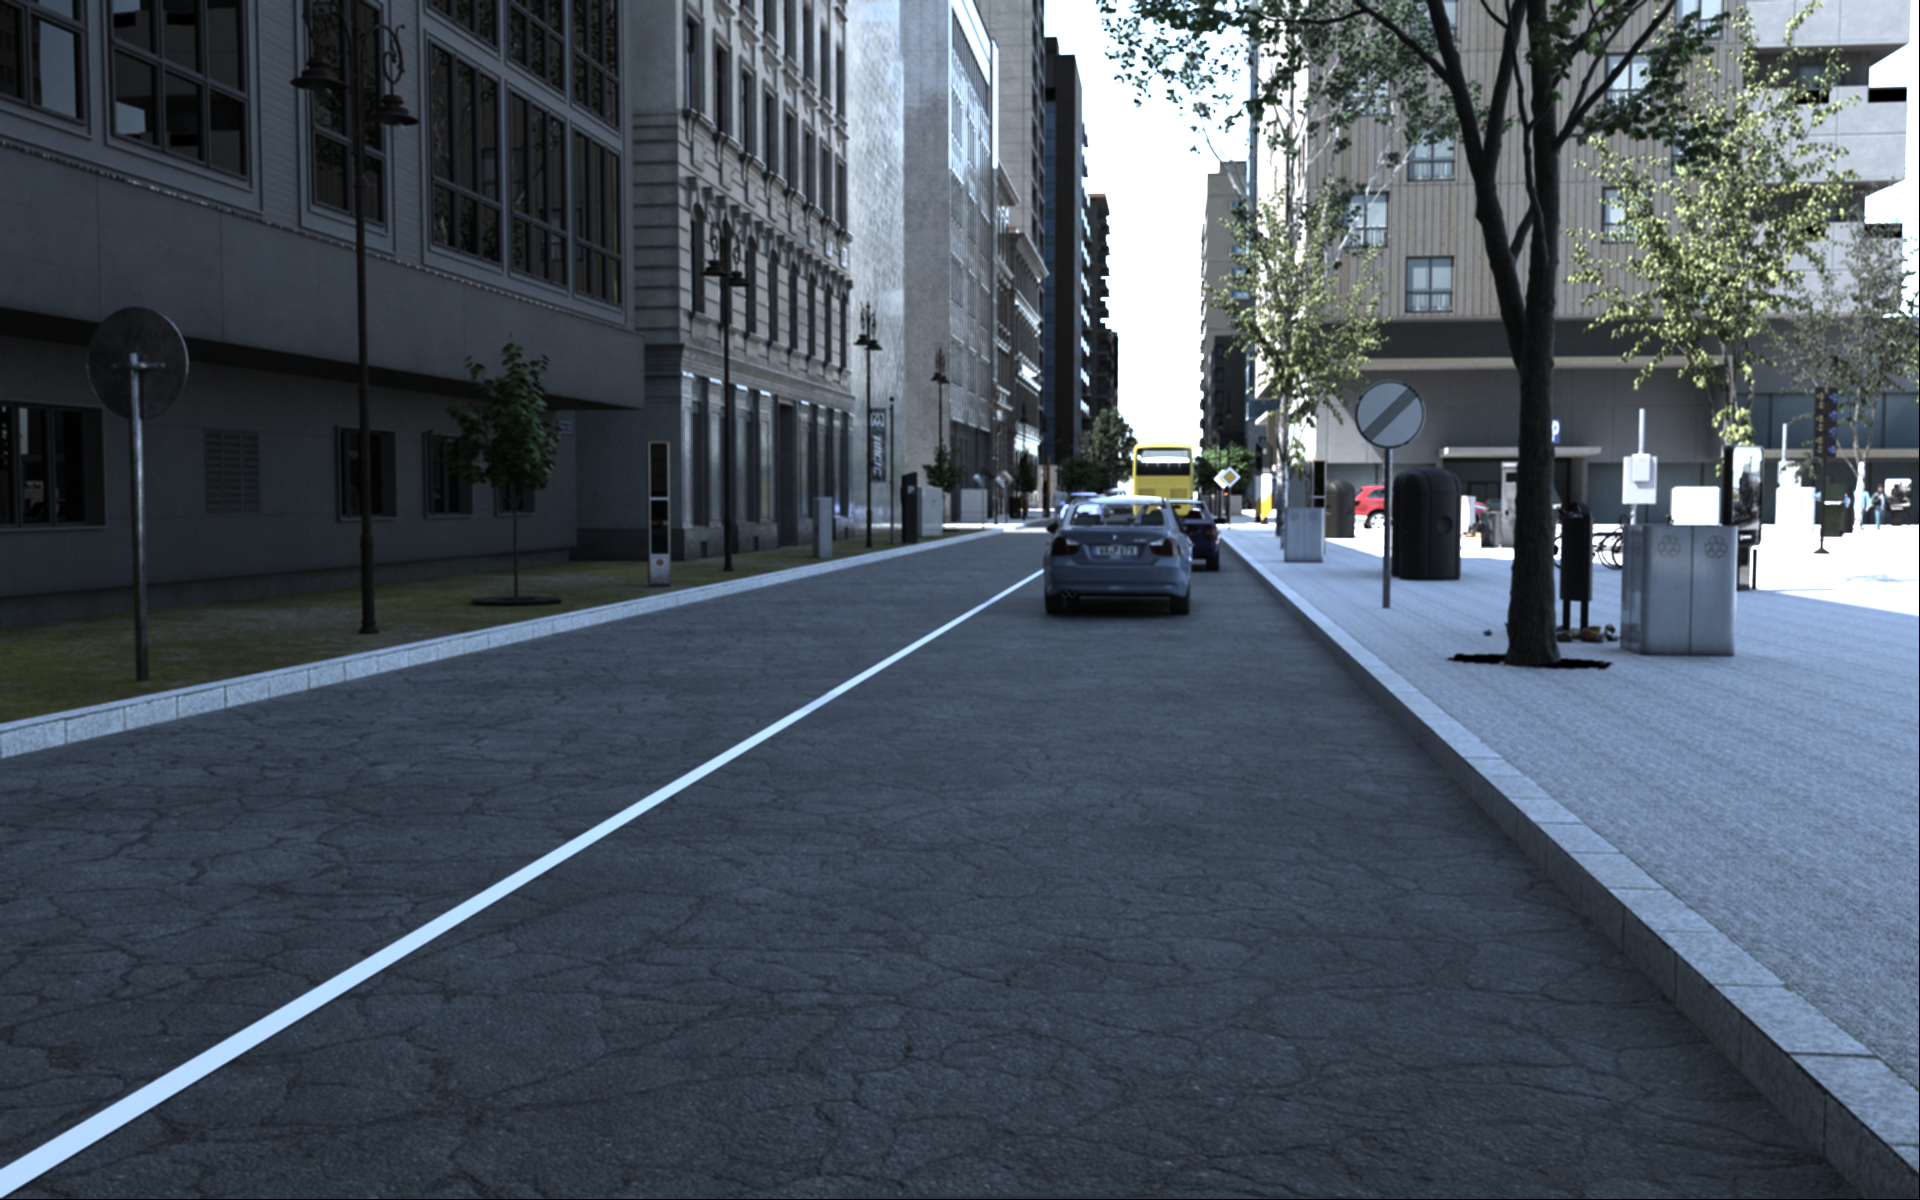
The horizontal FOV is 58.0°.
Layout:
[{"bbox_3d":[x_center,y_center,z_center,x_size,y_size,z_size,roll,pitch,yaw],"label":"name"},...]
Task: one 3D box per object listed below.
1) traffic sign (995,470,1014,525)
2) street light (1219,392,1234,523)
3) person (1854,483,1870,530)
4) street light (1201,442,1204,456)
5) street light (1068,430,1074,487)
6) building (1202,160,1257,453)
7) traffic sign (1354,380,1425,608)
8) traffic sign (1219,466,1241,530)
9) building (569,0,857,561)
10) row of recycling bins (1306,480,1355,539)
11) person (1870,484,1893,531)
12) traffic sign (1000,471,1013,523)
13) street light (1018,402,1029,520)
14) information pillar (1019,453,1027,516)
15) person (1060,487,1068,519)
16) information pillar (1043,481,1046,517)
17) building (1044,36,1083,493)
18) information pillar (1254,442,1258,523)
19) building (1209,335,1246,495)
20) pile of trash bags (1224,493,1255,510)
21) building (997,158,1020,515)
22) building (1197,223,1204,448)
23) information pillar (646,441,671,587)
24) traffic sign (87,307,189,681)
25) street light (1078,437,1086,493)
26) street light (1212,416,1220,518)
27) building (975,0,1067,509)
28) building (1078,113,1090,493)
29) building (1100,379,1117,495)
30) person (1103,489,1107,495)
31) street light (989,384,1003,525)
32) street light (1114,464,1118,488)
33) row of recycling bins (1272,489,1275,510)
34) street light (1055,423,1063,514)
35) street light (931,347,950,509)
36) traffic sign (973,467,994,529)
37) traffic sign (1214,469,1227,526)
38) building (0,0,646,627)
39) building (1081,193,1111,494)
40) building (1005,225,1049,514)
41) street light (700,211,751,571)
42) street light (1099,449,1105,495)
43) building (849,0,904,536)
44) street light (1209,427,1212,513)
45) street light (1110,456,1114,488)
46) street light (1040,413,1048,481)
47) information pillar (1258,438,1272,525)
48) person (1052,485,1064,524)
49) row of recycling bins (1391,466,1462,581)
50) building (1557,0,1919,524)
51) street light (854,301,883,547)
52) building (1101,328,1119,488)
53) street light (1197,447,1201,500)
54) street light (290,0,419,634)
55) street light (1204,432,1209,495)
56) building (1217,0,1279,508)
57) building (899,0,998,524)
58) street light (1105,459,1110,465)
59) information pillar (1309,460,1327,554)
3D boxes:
[{"bbox_3d":[1.828,-4.131,71.191,0.795,2.450,0.064,0,4,7],"label":"traffic sign"},{"bbox_3d":[11.960,-6.386,77.201,0.468,5.910,1.993,0,4,7],"label":"street light"},{"bbox_3d":[32.152,-3.265,61.752,0.748,1.841,0.638,-2,4,-27],"label":"person"},{"bbox_3d":[18.506,-9.595,129.658,0.468,5.910,1.993,0,4,7],"label":"street light"},{"bbox_3d":[8.013,-9.285,124.594,0.468,5.910,1.993,0,4,7],"label":"street light"},{"bbox_3d":[45.501,-38.088,246.438,21.300,48.544,21.600,0,4,7],"label":"building"},{"bbox_3d":[4.814,-1.185,19.473,0.768,2.556,0.104,1,4,10],"label":"traffic sign"},{"bbox_3d":[9.677,-3.579,62.162,0.795,2.450,0.064,0,4,7],"label":"traffic sign"},{"bbox_3d":[-8.811,-11.784,41.814,9.793,20.994,18.267,0,4,7],"label":"building"},{"bbox_3d":[10.921,-2.705,51.344,1.069,1.692,3.534,0,4,1],"label":"row of recycling bins"},{"bbox_3d":[33.313,-3.295,62.723,0.623,1.781,0.721,-2,4,-27],"label":"person"},{"bbox_3d":[2.038,-4.512,75.901,0.606,2.300,0.079,1,4,9],"label":"traffic sign"},{"bbox_3d":[3.160,-6.896,85.543,0.468,5.910,1.993,0,4,7],"label":"street light"},{"bbox_3d":[3.662,-6.649,100.073,0.504,3.616,0.183,2,4,32],"label":"information pillar"},{"bbox_3d":[5.305,-4.882,88.540,0.478,1.798,0.641,3,5,44],"label":"person"},{"bbox_3d":[4.732,-5.549,95.217,0.304,2.012,0.304,1,4,22],"label":"information pillar"},{"bbox_3d":[5.043,-32.086,174.710,14.600,45.320,14.200,0,4,7],"label":"building"},{"bbox_3d":[13.501,-5.289,77.826,0.504,3.616,0.183,2,4,32],"label":"information pillar"},{"bbox_3d":[43.251,-21.816,201.736,27.650,21.520,28.899,0,4,7],"label":"building"},{"bbox_3d":[22.586,-8.039,141.191,1.912,1.369,3.447,-2,4,-26],"label":"pile of trash bags"},{"bbox_3d":[-2.798,-16.758,102.879,11.050,23.489,19.941,0,4,7],"label":"building"},{"bbox_3d":[48.604,-37.732,271.549,22.147,44.769,28.867,0,4,7],"label":"building"},{"bbox_3d":[-4.176,-1.194,24.010,0.304,2.012,0.304,-1,4,-13],"label":"information pillar"},{"bbox_3d":[-5.617,-0.717,11.823,0.768,2.556,0.104,1,4,11],"label":"traffic sign"},{"bbox_3d":[9.541,-10.082,137.628,0.468,5.910,1.993,0,4,7],"label":"street light"},{"bbox_3d":[13.520,-7.175,90.092,0.468,5.910,1.993,0,4,7],"label":"street light"},{"bbox_3d":[-0.673,-43.924,156.407,20.563,71.187,20.611,0,4,7],"label":"building"},{"bbox_3d":[3.195,-35.355,197.661,23.786,49.044,30.456,0,4,7],"label":"building"},{"bbox_3d":[10.700,-26.382,276.388,27.650,21.520,28.899,0,4,7],"label":"building"},{"bbox_3d":[11.532,-7.818,136.505,0.709,1.800,0.728,2,4,27],"label":"person"},{"bbox_3d":[1.485,-6.053,71.747,0.468,5.910,1.993,0,4,7],"label":"street light"},{"bbox_3d":[18.872,-14.691,212.991,0.468,5.910,1.993,0,4,7],"label":"street light"},{"bbox_3d":[25.477,-8.292,142.682,1.069,1.692,3.534,1,4,12],"label":"row of recycling bins"},{"bbox_3d":[6.344,-8.473,111.317,0.468,5.910,1.993,0,4,7],"label":"street light"},{"bbox_3d":[-0.615,-4.999,54.521,0.468,5.910,1.993,0,4,7],"label":"street light"},{"bbox_3d":[0.852,-3.647,63.266,0.795,2.450,0.064,0,4,7],"label":"traffic sign"},{"bbox_3d":[10.653,-4.064,70.087,0.795,2.450,0.064,0,4,7],"label":"traffic sign"},{"bbox_3d":[-14.037,-13.876,20.388,14.314,27.812,24.014,0,4,7],"label":"building"},{"bbox_3d":[10.026,-36.170,246.003,22.147,44.769,28.867,0,4,7],"label":"building"},{"bbox_3d":[-0.235,-17.560,123.254,11.583,22.565,21.152,0,4,7],"label":"building"},{"bbox_3d":[-3.857,-3.417,28.659,0.468,5.910,1.993,0,4,7],"label":"street light"},{"bbox_3d":[14.039,-12.311,174.078,0.468,5.910,1.993,0,4,7],"label":"street light"},{"bbox_3d":[-10.963,-12.373,57.044,16.860,20.320,10.420,0,4,7],"label":"building"},{"bbox_3d":[15.209,-7.962,102.967,0.468,5.910,1.993,0,4,7],"label":"street light"},{"bbox_3d":[17.187,-13.888,199.856,0.468,5.910,1.993,0,4,7],"label":"street light"},{"bbox_3d":[4.793,-7.684,98.425,0.468,5.910,1.993,0,4,7],"label":"street light"},{"bbox_3d":[12.734,-4.927,71.911,0.183,3.616,0.504,-3,5,-41],"label":"information pillar"},{"bbox_3d":[4.690,-4.516,82.213,0.514,1.842,0.818,-2,4,-31],"label":"person"},{"bbox_3d":[7.308,-1.236,27.322,1.069,1.692,3.534,1,4,13],"label":"row of recycling bins"},{"bbox_3d":[28.947,-30.219,83.320,27.495,52.752,28.713,0,4,7],"label":"building"},{"bbox_3d":[-2.194,-4.211,41.632,0.468,5.910,1.993,0,4,7],"label":"street light"},{"bbox_3d":[19.928,-32.104,296.607,14.160,30.474,14.107,0,4,7],"label":"building"},{"bbox_3d":[20.216,-10.483,144.191,0.468,5.910,1.993,0,4,7],"label":"street light"},{"bbox_3d":[-5.445,-2.629,15.772,0.468,5.910,1.993,0,4,7],"label":"street light"},{"bbox_3d":[16.846,-8.784,116.407,0.468,5.910,1.993,0,4,7],"label":"street light"},{"bbox_3d":[37.312,-52.458,170.362,22.319,86.520,31.000,0,4,7],"label":"building"},{"bbox_3d":[-5.194,-16.212,83.083,12.078,24.808,19.932,0,4,7],"label":"building"},{"bbox_3d":[15.642,-13.099,186.964,0.468,5.910,1.993,0,4,7],"label":"street light"},{"bbox_3d":[7.688,-2.004,37.258,0.304,2.012,0.304,0,4,-1],"label":"information pillar"}]
